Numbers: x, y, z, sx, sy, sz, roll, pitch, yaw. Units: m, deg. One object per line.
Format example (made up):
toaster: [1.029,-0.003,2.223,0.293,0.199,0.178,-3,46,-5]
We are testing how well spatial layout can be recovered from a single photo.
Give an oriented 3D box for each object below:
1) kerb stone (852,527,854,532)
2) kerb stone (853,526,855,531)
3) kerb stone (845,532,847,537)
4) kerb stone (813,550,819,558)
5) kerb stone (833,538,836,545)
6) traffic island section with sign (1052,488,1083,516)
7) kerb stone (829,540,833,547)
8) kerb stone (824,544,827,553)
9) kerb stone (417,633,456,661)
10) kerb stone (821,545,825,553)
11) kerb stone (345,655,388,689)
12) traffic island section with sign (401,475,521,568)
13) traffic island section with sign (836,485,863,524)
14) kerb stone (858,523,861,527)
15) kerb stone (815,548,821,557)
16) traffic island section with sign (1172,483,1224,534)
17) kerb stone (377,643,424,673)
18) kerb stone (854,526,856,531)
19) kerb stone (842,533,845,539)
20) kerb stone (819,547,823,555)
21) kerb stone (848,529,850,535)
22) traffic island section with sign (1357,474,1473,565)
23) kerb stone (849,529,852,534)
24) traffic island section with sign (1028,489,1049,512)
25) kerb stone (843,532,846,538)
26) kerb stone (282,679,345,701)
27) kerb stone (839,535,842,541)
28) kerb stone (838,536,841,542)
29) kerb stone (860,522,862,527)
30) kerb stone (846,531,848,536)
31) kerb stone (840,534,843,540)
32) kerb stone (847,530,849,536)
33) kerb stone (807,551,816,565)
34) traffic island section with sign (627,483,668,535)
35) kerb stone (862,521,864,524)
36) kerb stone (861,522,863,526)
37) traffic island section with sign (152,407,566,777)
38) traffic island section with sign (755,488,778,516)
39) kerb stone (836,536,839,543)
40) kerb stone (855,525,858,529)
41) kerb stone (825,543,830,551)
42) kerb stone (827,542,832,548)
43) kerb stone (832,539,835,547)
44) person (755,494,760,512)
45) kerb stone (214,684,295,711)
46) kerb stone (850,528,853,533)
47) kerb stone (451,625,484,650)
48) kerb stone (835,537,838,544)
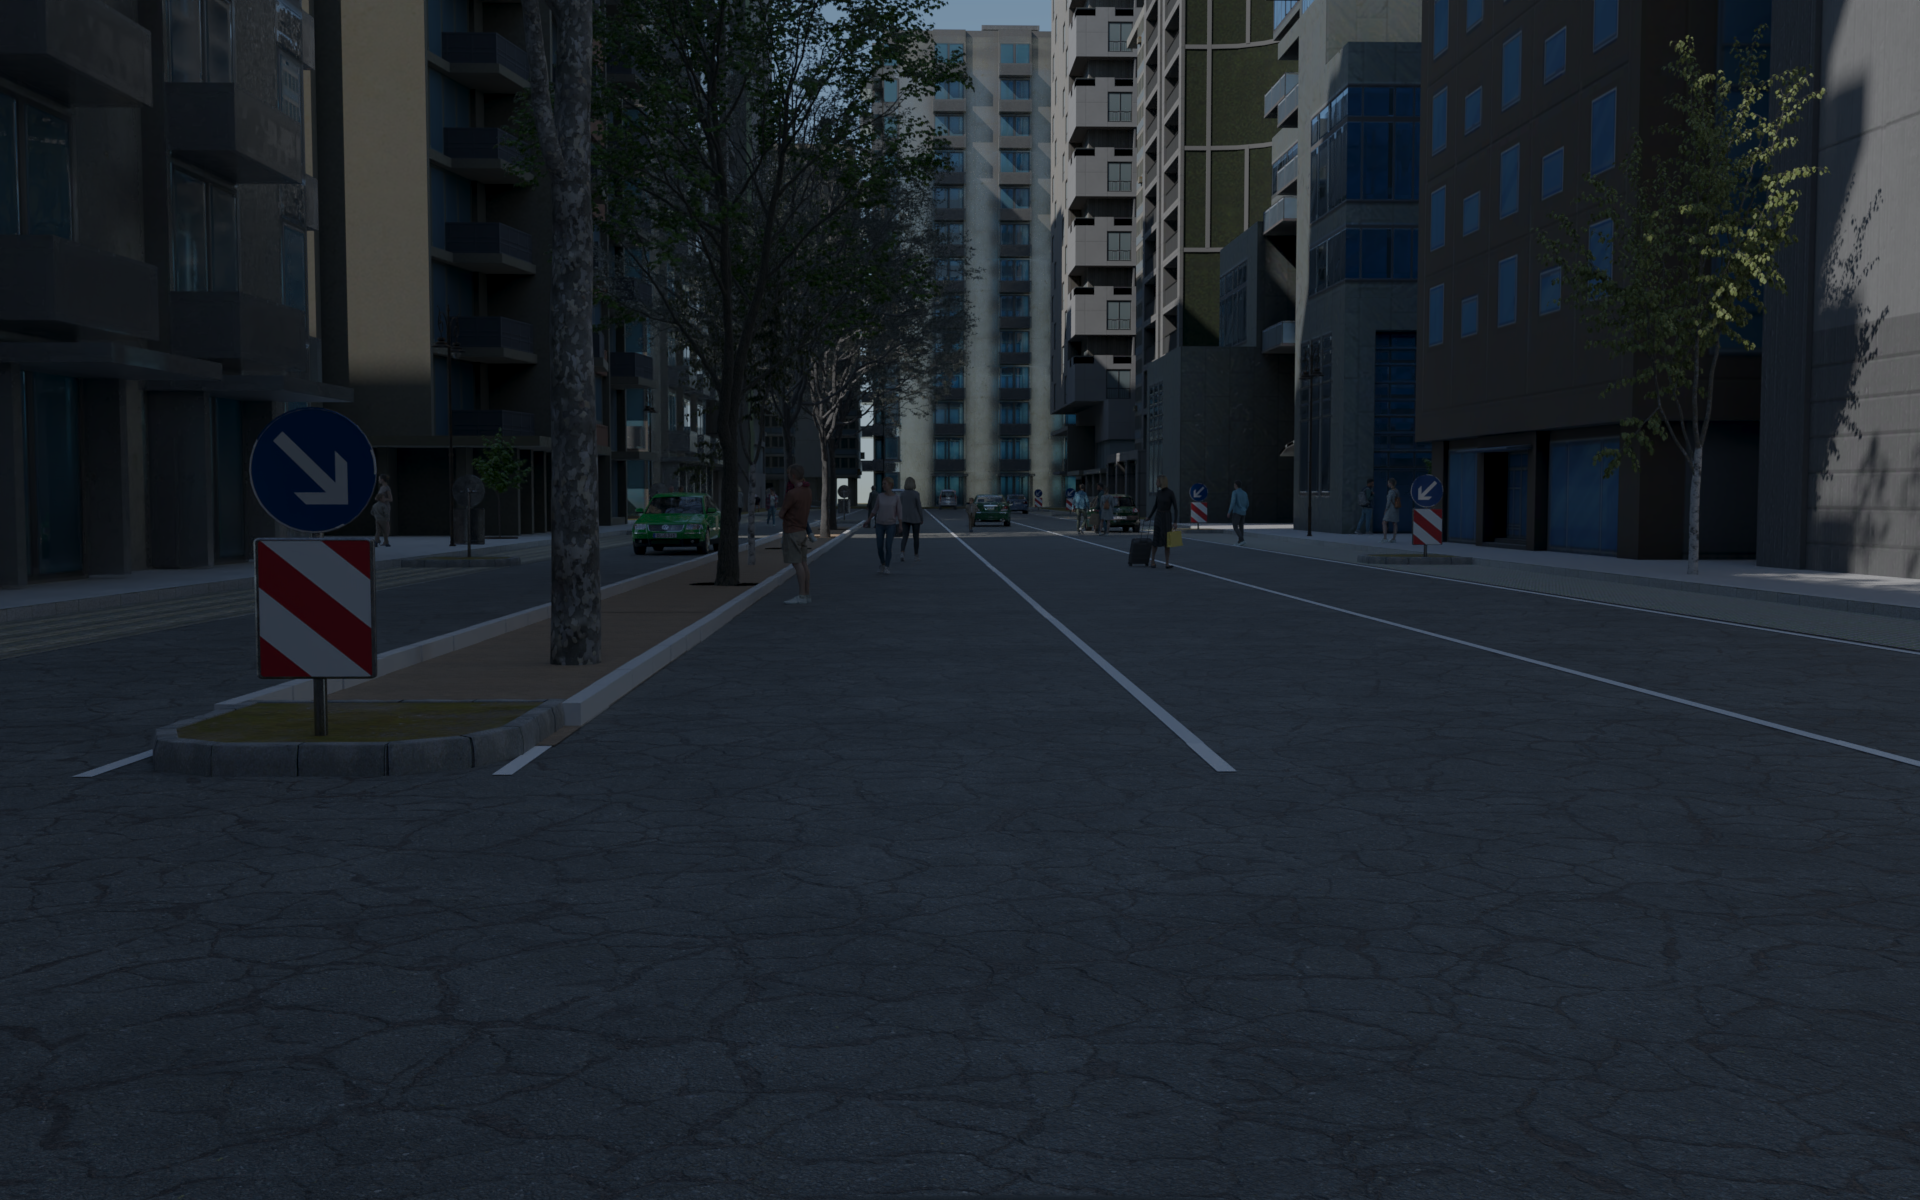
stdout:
kerb stone: [-3.972,-2.457,62.364,0.120,0.150,1.000,0,4,-2]
kerb stone: [-4.004,-2.519,63.388,0.120,0.150,1.000,0,4,-2]
kerb stone: [-3.751,-2.018,55.189,0.120,0.150,1.000,0,4,-2]
kerb stone: [-3.216,-0.953,37.778,0.120,0.150,1.000,0,4,-2]
kerb stone: [-3.502,-1.513,46.990,0.120,0.150,1.000,0,4,-2]
traffic island section with sign: [6.997,-6.349,112.426,1.989,1.847,2.006,0,4,-2]
kerb stone: [-3.441,-1.390,44.947,0.120,0.150,1.000,0,4,-2]
kerb stone: [-3.350,-1.193,41.871,0.120,0.150,1.000,0,4,-2]
kerb stone: [-4.635,0.429,15.182,0.120,0.150,1.000,0,4,-2]
kerb stone: [-3.321,-1.139,40.845,0.120,0.150,1.000,0,4,-2]
kerb stone: [-4.564,0.558,13.126,0.120,0.150,1.000,0,4,-2]
traffic island section with sign: [-9.860,-1.581,34.484,1.989,1.847,2.006,0,4,-2]
traffic island section with sign: [-5.703,-4.690,84.825,2.006,1.907,1.989,0,4,-2]
kerb stone: [-4.217,-2.957,70.562,0.120,0.150,1.000,0,4,-2]
kerb stone: [-3.250,-1.016,38.799,0.120,0.150,1.000,0,4,-2]
traffic island section with sign: [8.495,-3.346,63.328,1.989,1.847,2.006,0,4,-2]
kerb stone: [-4.607,0.492,14.157,0.120,0.150,1.000,0,4,-2]
kerb stone: [-4.031,-2.582,64.410,0.120,0.150,1.000,0,4,-2]
kerb stone: [-3.686,-1.891,53.140,0.120,0.150,1.000,0,4,-2]
kerb stone: [-3.286,-1.078,39.824,0.120,0.150,1.000,0,4,-2]
kerb stone: [-3.845,-2.206,58.258,0.120,0.150,1.000,0,4,-2]
traffic island section with sign: [9.329,-1.665,35.851,1.989,1.847,2.006,0,4,-2]
kerb stone: [-3.873,-2.258,59.282,0.120,0.150,1.000,0,4,-2]
traffic island section with sign: [6.157,-8.015,139.679,1.989,1.847,2.006,0,4,-2]
kerb stone: [-3.715,-1.955,54.162,0.120,0.150,1.000,0,4,-2]
kerb stone: [-4.540,0.617,12.104,0.120,0.150,1.000,0,4,-2]
kerb stone: [-3.622,-1.764,51.096,0.120,0.150,1.000,0,4,-2]
kerb stone: [-3.593,-1.699,50.069,0.120,0.150,1.000,0,4,-2]
kerb stone: [-4.287,-3.080,72.605,0.120,0.150,1.000,0,4,-2]
kerb stone: [-3.781,-2.078,56.211,0.120,0.150,1.000,0,4,-2]
kerb stone: [-3.662,-1.830,52.118,0.120,0.150,1.000,0,4,-2]
kerb stone: [-3.812,-2.138,57.237,0.120,0.150,1.000,0,4,-2]
kerb stone: [-3.196,-0.890,36.755,0.120,0.150,1.000,0,4,-2]
traffic island section with sign: [-10.689,-3.229,61.426,1.989,1.847,2.006,0,4,-2]
kerb stone: [-4.377,-3.271,75.671,0.120,0.150,1.000,0,4,-2]
kerb stone: [-4.320,-3.146,73.627,0.120,0.150,1.000,0,4,-2]
traffic island section with sign: [-3.401,-0.097,9.721,2.006,1.907,1.989,0,4,-2]
traffic island section with sign: [-12.227,-6.324,112.024,1.989,1.847,2.006,0,4,-2]
kerb stone: [-3.567,-1.642,49.037,0.120,0.150,1.000,0,4,-2]
kerb stone: [-4.088,-2.707,66.460,0.120,0.150,1.000,0,4,-2]
kerb stone: [-3.369,-1.266,42.892,0.120,0.150,1.000,0,4,-2]
kerb stone: [-3.398,-1.325,43.918,0.120,0.150,1.000,0,4,-2]
kerb stone: [-3.469,-1.454,45.968,0.120,0.150,1.000,0,4,-2]
person: [-14.728,-7.051,124.516,0.799,1.438,0.628,0,4,4]
kerb stone: [-4.505,0.680,11.072,0.120,0.150,1.000,0,4,-2]
kerb stone: [-3.904,-2.331,60.309,0.120,0.150,1.000,0,4,-2]
kerb stone: [-4.660,0.366,16.204,0.120,0.150,1.000,0,4,-2]
kerb stone: [-3.532,-1.579,48.012,0.120,0.150,1.000,0,4,-2]
